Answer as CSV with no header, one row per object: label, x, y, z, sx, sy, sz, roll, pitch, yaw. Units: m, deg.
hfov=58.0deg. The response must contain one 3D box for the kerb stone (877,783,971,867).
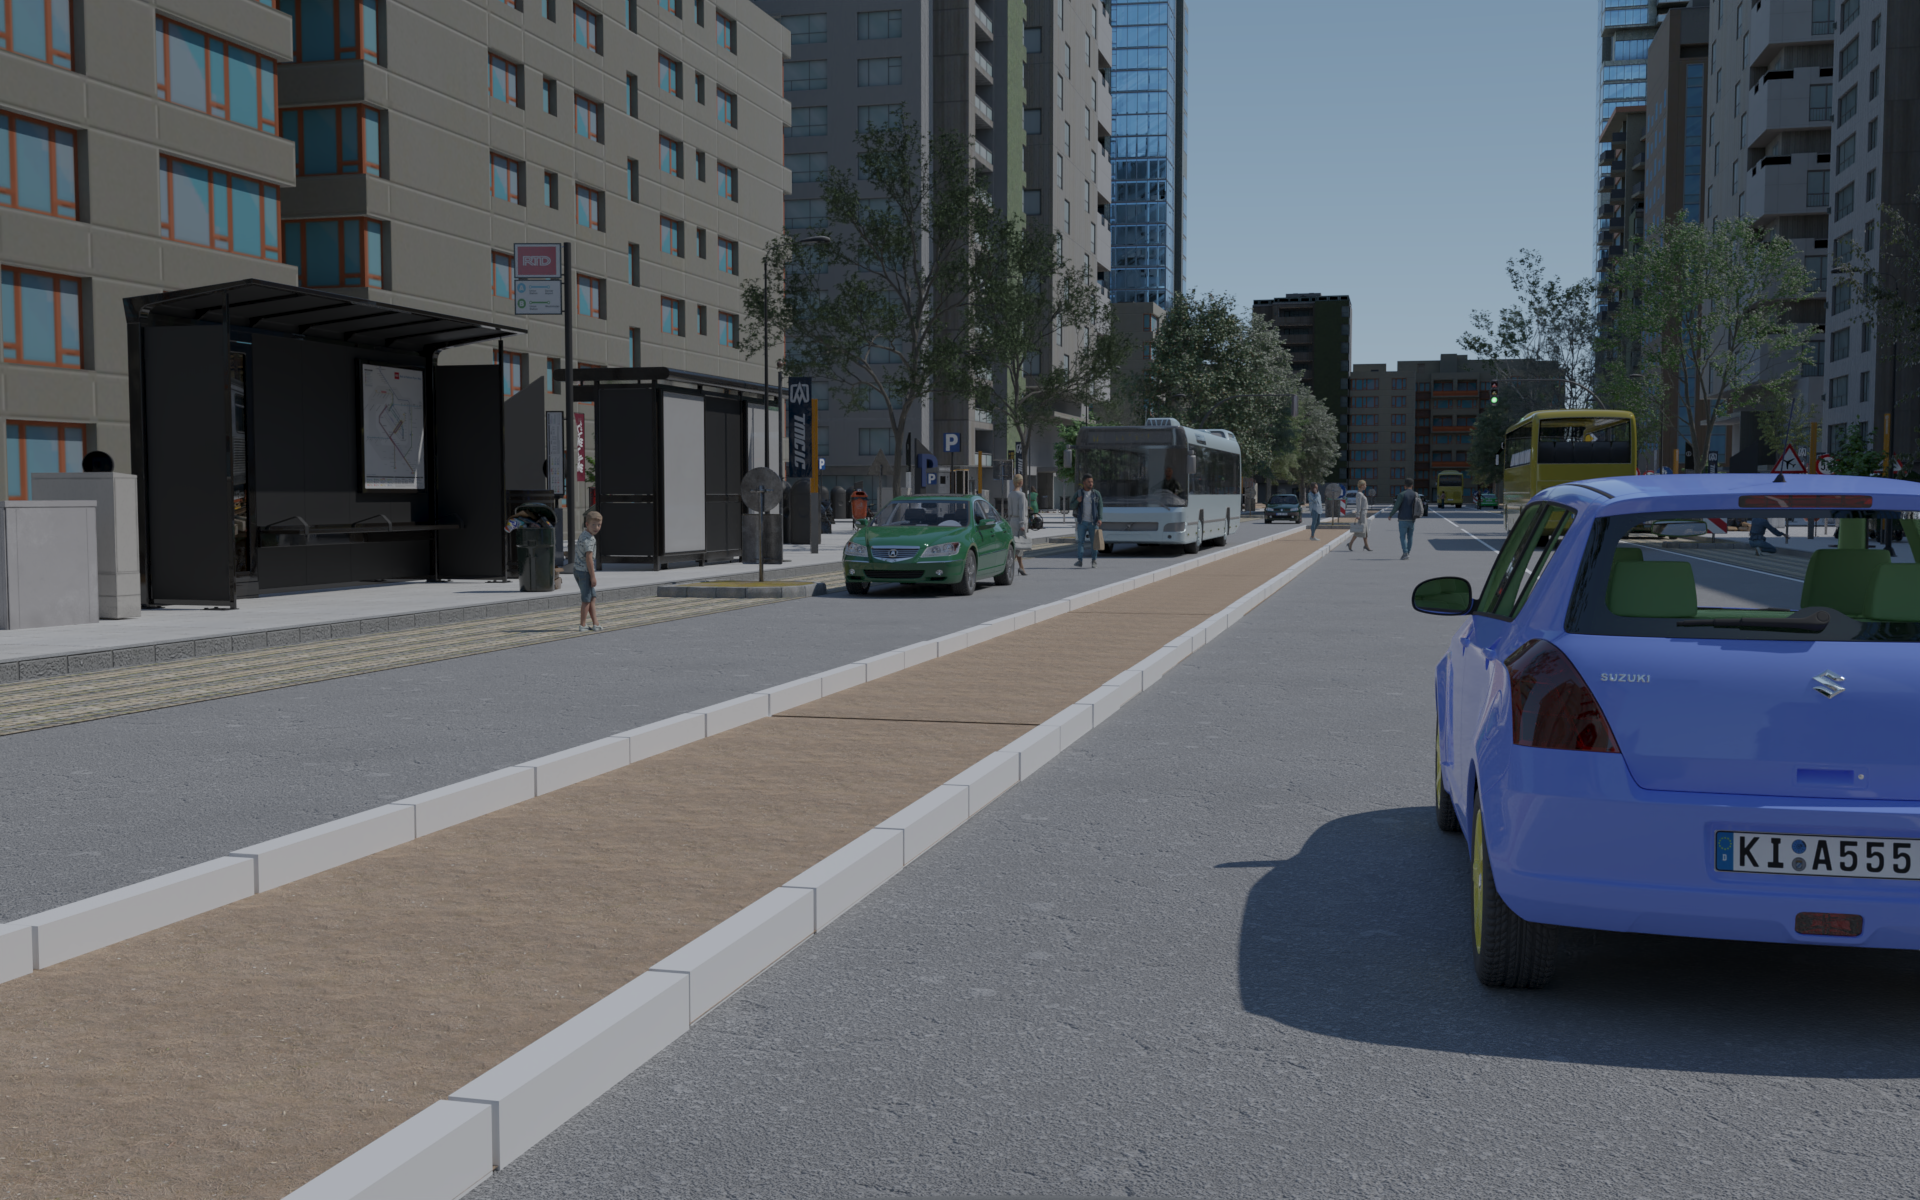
kerb stone,-0.146,0.921,7.141,0.120,0.150,1.000,1,4,14

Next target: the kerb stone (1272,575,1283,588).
kerb stone,4.719,-0.232,25.995,0.120,0.150,1.000,1,4,14

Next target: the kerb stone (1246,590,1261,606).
kerb stone,3.695,0.010,22.030,0.120,0.150,1.000,1,4,14

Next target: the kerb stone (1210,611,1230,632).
kerb stone,2.673,0.253,18.052,0.120,0.150,1.000,1,4,14

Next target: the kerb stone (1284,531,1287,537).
kerb stone,10.618,-2.145,57.269,0.120,0.150,1.000,1,4,14

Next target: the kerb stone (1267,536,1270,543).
kerb stone,8.833,-1.721,50.330,0.120,0.150,1.000,1,4,14

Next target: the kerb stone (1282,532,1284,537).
kerb stone,10.361,-2.085,56.277,0.120,0.150,1.000,1,4,14

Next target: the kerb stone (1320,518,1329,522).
kerb stone,18.436,-4.000,87.597,0.120,0.150,1.000,1,4,14

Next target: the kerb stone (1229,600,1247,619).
kerb stone,3.186,0.132,20.032,0.120,0.150,1.000,1,4,14

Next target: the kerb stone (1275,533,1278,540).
kerb stone,9.598,-1.903,53.305,0.120,0.150,1.000,1,4,14

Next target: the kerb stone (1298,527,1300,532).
kerb stone,12.414,-2.570,64.216,0.120,0.150,1.000,1,4,14

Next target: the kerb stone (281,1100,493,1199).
kerb stone,-1.167,1.163,3.174,0.120,0.150,1.000,1,4,14

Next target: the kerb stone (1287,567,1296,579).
kerb stone,5.489,-0.407,28.964,0.120,0.150,1.000,1,4,14

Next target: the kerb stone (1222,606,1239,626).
kerb stone,2.934,0.196,19.041,0.120,0.150,1.000,1,4,14

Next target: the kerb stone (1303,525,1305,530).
kerb stone,13.180,-2.747,67.192,0.120,0.150,1.000,1,4,14

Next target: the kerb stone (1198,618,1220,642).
kerb stone,2.421,0.314,17.059,0.120,0.150,1.000,1,4,14

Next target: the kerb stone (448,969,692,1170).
kerb stone,-0.907,1.103,4.162,0.120,0.150,1.000,1,4,14

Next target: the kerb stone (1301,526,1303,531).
kerb stone,12.927,-2.688,66.201,0.120,0.150,1.000,1,4,14

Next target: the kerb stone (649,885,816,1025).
kerb stone,-0.659,1.042,5.155,0.120,0.150,1.000,1,4,14

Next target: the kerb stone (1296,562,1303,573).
kerb stone,5.999,-0.536,30.962,0.120,0.150,1.000,1,4,14

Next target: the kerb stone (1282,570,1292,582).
kerb stone,5.232,-0.353,27.974,0.120,0.150,1.000,1,4,14

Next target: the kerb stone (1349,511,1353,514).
kerb stone,28.426,-6.366,126.280,0.120,0.150,1.000,1,4,14

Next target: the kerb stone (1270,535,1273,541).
kerb stone,9.090,-1.779,51.319,0.120,0.150,1.000,1,4,14

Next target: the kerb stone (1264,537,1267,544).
kerb stone,8.571,-1.660,49.339,0.120,0.150,1.000,1,4,14

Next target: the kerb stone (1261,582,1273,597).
kerb stone,4.210,-0.110,24.009,0.120,0.150,1.000,1,4,14

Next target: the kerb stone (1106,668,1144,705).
kerb stone,1.135,0.618,12.098,0.120,0.150,1.000,1,4,14

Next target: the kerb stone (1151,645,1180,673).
kerb stone,1.644,0.501,14.078,0.120,0.150,1.000,1,4,14

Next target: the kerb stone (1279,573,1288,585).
kerb stone,4.978,-0.291,26.984,0.120,0.150,1.000,1,4,14

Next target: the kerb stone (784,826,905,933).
kerb stone,-0.401,0.982,6.144,0.120,0.150,1.000,1,4,14

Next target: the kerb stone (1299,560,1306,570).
kerb stone,6.256,-0.597,31.955,0.120,0.150,1.000,1,4,14

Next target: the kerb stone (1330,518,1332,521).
kerb stone,19.220,-4.181,90.566,0.120,0.150,1.000,1,4,14

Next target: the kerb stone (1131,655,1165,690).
kerb stone,1.398,0.557,13.086,0.120,0.150,1.000,1,4,14

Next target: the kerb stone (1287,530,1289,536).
kerb stone,10.879,-2.206,58.257,0.120,0.150,1.000,1,4,14

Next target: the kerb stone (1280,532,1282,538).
kerb stone,10.109,-2.022,55.287,0.120,0.150,1.000,1,4,14

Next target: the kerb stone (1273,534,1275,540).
kerb stone,9.338,-1.842,52.311,0.120,0.150,1.000,1,4,14

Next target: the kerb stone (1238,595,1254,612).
kerb stone,3.438,0.071,21.029,0.120,0.150,1.000,1,4,14

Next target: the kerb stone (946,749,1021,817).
kerb stone,0.108,0.860,8.131,0.120,0.150,1.000,1,4,14

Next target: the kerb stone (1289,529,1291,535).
kerb stone,11.133,-2.267,59.254,0.120,0.150,1.000,1,4,14

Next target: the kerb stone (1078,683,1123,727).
kerb stone,0.887,0.681,11.107,0.120,0.150,1.000,1,4,14

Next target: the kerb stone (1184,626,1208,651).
kerb stone,2.159,0.375,16.071,0.120,0.150,1.000,1,4,14

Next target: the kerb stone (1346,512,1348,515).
kerb stone,25.360,-5.637,114.381,0.120,0.150,1.000,1,4,14

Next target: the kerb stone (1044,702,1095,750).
kerb stone,0.624,0.743,10.114,0.120,0.150,1.000,1,4,14

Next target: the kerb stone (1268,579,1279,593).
kerb stone,4.467,-0.171,24.998,0.120,0.150,1.000,1,4,14

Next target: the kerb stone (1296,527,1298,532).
kerb stone,12.161,-2.509,63.225,0.120,0.150,1.000,1,4,14

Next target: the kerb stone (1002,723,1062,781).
kerb stone,0.370,0.802,9.119,0.120,0.150,1.000,1,4,14

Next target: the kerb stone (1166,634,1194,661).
kerb stone,1.898,0.435,15.083,0.120,0.150,1.000,1,4,14

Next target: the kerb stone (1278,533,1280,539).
kerb stone,9.850,-1.963,54.298,0.120,0.150,1.000,1,4,14

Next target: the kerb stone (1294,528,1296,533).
kerb stone,11.900,-2.449,62.236,0.120,0.150,1.000,1,4,14

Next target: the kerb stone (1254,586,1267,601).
kerb stone,3.950,-0.050,23.020,0.120,0.150,1.000,1,4,14

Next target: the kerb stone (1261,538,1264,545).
kerb stone,8.321,-1.587,48.344,0.120,0.150,1.000,1,4,14

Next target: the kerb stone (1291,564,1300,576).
kerb stone,5.745,-0.475,29.962,0.120,0.150,1.000,1,4,14

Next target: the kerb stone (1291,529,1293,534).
kerb stone,11.387,-2.318,60.250,0.120,0.150,1.000,1,4,14
